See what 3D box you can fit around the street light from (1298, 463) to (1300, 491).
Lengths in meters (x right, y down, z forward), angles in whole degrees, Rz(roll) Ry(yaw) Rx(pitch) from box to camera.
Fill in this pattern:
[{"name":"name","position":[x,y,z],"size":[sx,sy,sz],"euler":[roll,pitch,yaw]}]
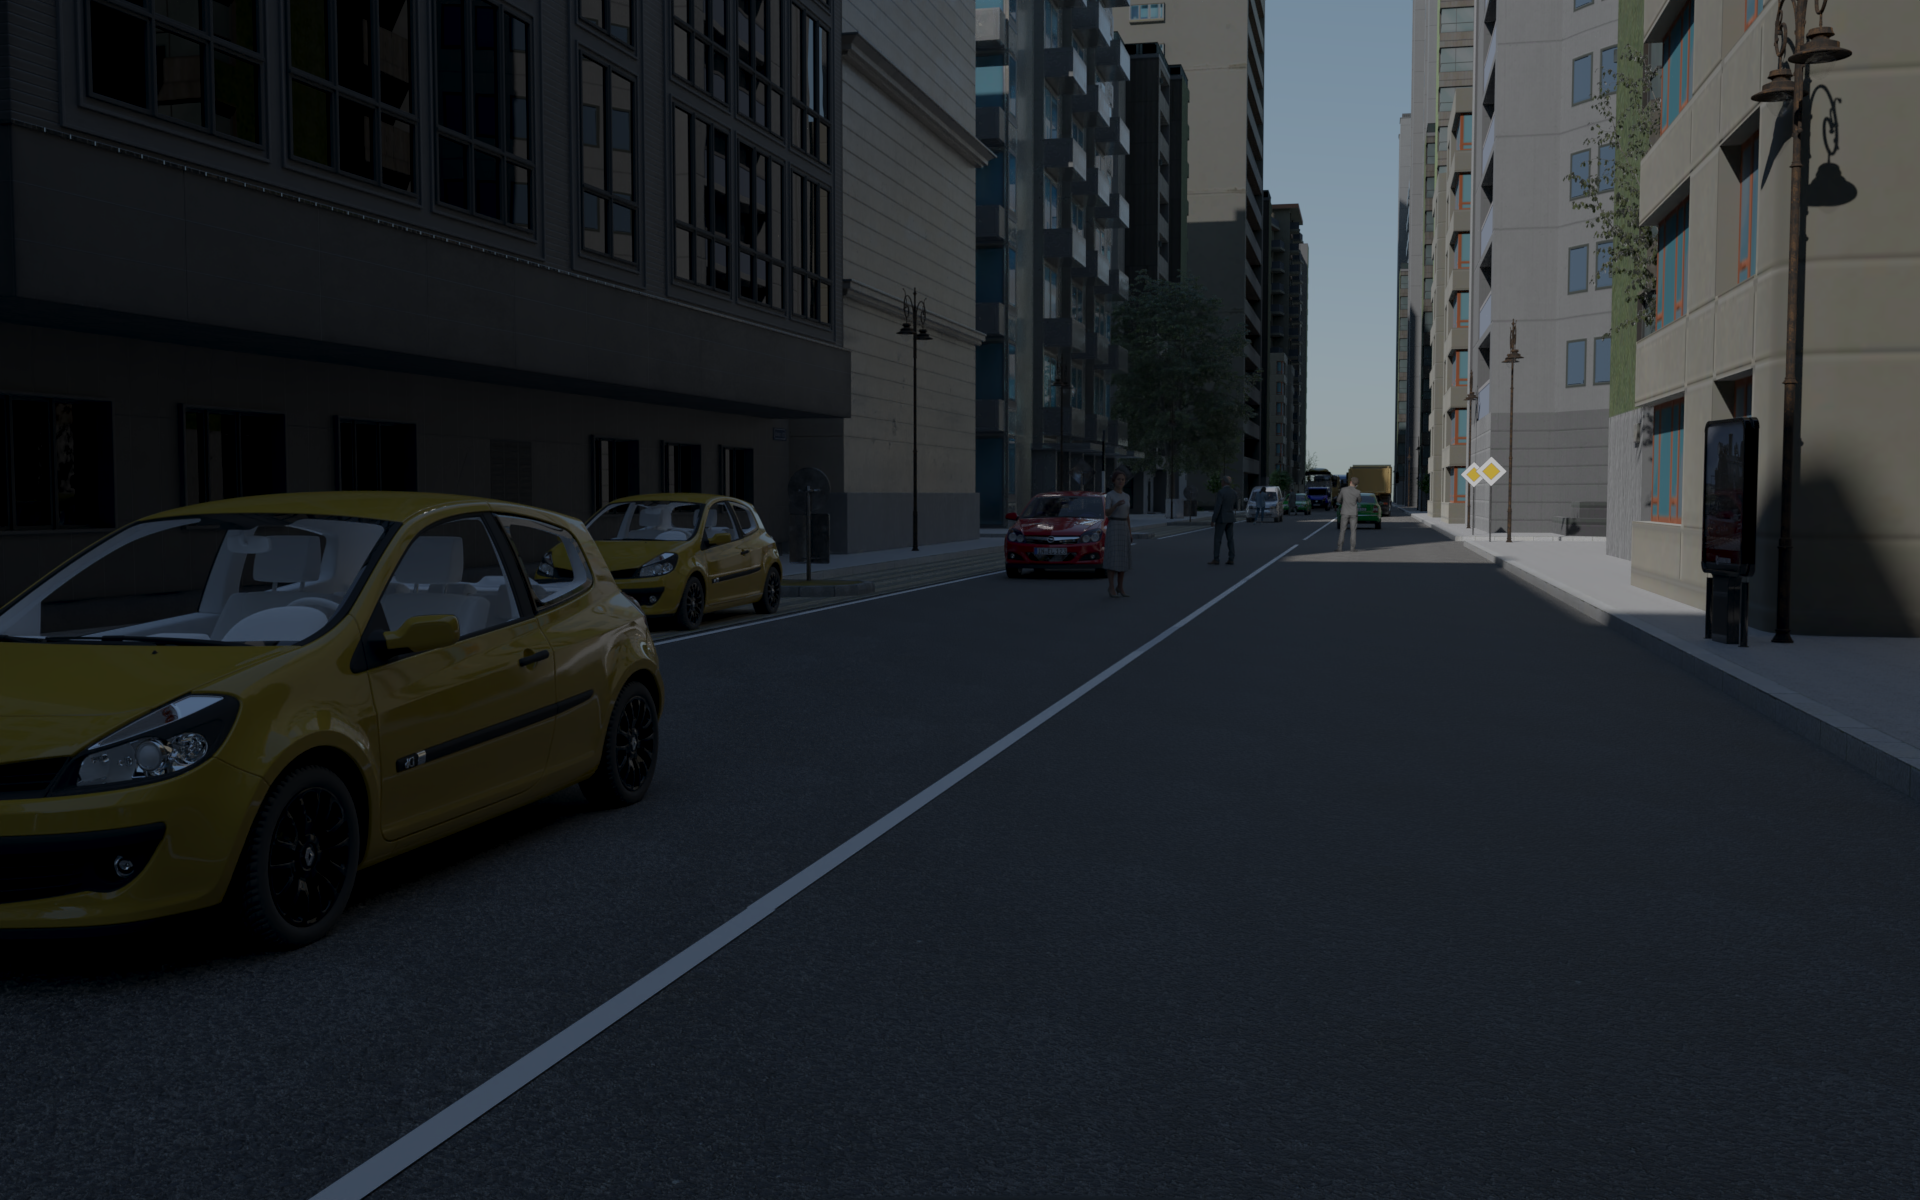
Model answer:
[{"name":"street light","position":[47.652,-16.572,243.733],"size":[0.468,5.910,1.993],"euler":[1,4,13]}]

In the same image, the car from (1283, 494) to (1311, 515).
[{"name":"car","position":[23.116,-6.736,118.931],"size":[1.959,1.807,4.718],"euler":[1,4,15]}]

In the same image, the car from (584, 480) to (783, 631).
[{"name":"car","position":[-3.328,-0.563,19.433],"size":[2.015,1.641,3.980],"euler":[1,4,13]}]

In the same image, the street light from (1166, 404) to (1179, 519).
[{"name":"street light","position":[10.861,-7.088,88.672],"size":[0.468,5.910,1.993],"euler":[1,4,13]}]

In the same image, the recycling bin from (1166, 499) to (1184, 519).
[{"name":"recycling bin","position":[11.290,-4.796,90.966],"size":[0.722,1.027,0.722],"euler":[3,5,44]}]

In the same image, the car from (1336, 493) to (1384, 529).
[{"name":"car","position":[16.625,-3.870,72.063],"size":[1.959,1.807,4.718],"euler":[1,4,13]}]

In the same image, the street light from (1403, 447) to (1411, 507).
[{"name":"street light","position":[43.968,-12.037,169.594],"size":[0.468,5.910,1.993],"euler":[1,4,13]}]

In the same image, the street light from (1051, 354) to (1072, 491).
[{"name":"street light","position":[3.361,-5.166,57.252],"size":[0.468,5.910,1.993],"euler":[1,4,13]}]

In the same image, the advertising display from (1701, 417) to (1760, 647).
[{"name":"advertising display","position":[6.610,-0.592,14.899],"size":[0.123,1.923,0.974],"euler":[0,4,5]}]

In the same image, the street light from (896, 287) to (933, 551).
[{"name":"street light","position":[-1.009,-4.043,38.895],"size":[0.468,5.910,1.993],"euler":[1,4,13]}]

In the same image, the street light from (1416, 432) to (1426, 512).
[{"name":"street light","position":[33.803,-9.412,126.681],"size":[0.468,5.910,1.993],"euler":[1,4,13]}]

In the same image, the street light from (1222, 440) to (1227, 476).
[{"name":"street light","position":[18.416,-9.046,120.686],"size":[0.468,5.910,1.993],"euler":[1,4,13]}]

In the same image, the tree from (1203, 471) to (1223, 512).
[{"name":"tree","position":[18.106,-7.883,123.496],"size":[1.663,3.219,1.824],"euler":[0,3,0]}]

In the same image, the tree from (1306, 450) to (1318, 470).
[{"name":"tree","position":[57.411,-20.512,285.725],"size":[4.360,8.622,3.978],"euler":[0,3,0]}]

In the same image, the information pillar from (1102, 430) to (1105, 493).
[{"name":"information pillar","position":[5.221,-4.383,63.021],"size":[0.183,3.616,0.504],"euler":[0,4,8]}]

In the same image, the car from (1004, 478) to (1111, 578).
[{"name":"car","position":[1.954,-1.339,30.925],"size":[2.155,1.783,4.494],"euler":[1,4,12]}]

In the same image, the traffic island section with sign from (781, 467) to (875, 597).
[{"name":"traffic island section with sign","position":[-2.305,-0.994,24.886],"size":[1.989,1.847,2.006],"euler":[1,4,13]}]

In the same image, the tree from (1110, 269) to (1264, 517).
[{"name":"tree","position":[12.087,-11.699,97.941],"size":[9.857,13.997,8.962],"euler":[0,3,0]}]

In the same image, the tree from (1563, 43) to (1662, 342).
[{"name":"tree","position":[11.222,-4.648,26.350],"size":[4.360,8.622,3.978],"euler":[0,3,0]}]

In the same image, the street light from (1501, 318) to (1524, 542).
[{"name":"street light","position":[14.572,-4.465,45.783],"size":[0.468,5.910,1.993],"euler":[1,4,13]}]

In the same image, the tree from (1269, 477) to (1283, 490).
[{"name":"tree","position":[36.422,-12.538,199.591],"size":[1.663,3.219,1.824],"euler":[0,3,0]}]

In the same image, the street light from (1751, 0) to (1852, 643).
[{"name":"street light","position":[7.110,-2.569,14.795],"size":[0.468,5.910,1.993],"euler":[1,4,13]}]

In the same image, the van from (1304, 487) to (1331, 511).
[{"name":"van","position":[30.675,-8.800,148.270],"size":[2.240,2.365,5.245],"euler":[1,4,15]}]

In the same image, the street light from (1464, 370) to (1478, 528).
[{"name":"street light","position":[18.991,-5.609,64.490],"size":[0.468,5.910,1.993],"euler":[1,4,13]}]

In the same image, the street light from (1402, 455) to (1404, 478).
[{"name":"street light","position":[51.493,-13.965,201.118],"size":[0.468,5.910,1.993],"euler":[1,4,13]}]

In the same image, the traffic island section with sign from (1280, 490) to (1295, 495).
[{"name":"traffic island section with sign","position":[34.639,-10.498,180.272],"size":[1.989,1.847,2.006],"euler":[1,4,13]}]

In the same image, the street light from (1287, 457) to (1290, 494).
[{"name":"street light","position":[40.333,-14.674,212.711],"size":[0.468,5.910,1.993],"euler":[1,4,13]}]

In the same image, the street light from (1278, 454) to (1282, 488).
[{"name":"street light","position":[36.010,-13.590,194.986],"size":[0.468,5.910,1.993],"euler":[1,4,13]}]

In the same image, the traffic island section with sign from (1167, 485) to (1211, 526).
[{"name":"traffic island section with sign","position":[10.501,-4.287,78.721],"size":[1.989,1.847,2.006],"euler":[1,4,13]}]

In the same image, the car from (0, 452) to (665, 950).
[{"name":"car","position":[-2.606,0.209,6.802],"size":[2.015,1.641,3.980],"euler":[1,4,13]}]

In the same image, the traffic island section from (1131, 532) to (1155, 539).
[{"name":"traffic island section","position":[5.261,-2.104,56.685],"size":[2.009,0.180,2.903],"euler":[1,4,13]}]

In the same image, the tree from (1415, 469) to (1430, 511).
[{"name":"tree","position":[35.231,-8.296,130.249],"size":[1.663,3.219,1.824],"euler":[0,3,0]}]

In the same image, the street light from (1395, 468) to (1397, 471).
[{"name":"street light","position":[55.888,-15.117,219.948],"size":[0.468,5.910,1.993],"euler":[1,4,13]}]

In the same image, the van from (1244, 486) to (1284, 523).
[{"name":"van","position":[15.601,-4.990,88.598],"size":[2.013,2.044,4.112],"euler":[1,4,14]}]

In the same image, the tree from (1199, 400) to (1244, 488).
[{"name":"tree","position":[19.016,-10.799,126.923],"size":[4.737,8.622,4.395],"euler":[0,3,0]}]

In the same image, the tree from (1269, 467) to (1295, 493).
[{"name":"tree","position":[37.511,-13.408,202.926],"size":[4.285,4.588,4.351],"euler":[0,3,0]}]

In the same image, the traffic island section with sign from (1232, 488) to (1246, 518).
[{"name":"traffic island section with sign","position":[16.736,-5.891,104.948],"size":[1.989,1.847,2.006],"euler":[1,4,13]}]

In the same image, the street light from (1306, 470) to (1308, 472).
[{"name":"street light","position":[55.031,-18.470,274.777],"size":[0.468,5.910,1.993],"euler":[1,4,13]}]
